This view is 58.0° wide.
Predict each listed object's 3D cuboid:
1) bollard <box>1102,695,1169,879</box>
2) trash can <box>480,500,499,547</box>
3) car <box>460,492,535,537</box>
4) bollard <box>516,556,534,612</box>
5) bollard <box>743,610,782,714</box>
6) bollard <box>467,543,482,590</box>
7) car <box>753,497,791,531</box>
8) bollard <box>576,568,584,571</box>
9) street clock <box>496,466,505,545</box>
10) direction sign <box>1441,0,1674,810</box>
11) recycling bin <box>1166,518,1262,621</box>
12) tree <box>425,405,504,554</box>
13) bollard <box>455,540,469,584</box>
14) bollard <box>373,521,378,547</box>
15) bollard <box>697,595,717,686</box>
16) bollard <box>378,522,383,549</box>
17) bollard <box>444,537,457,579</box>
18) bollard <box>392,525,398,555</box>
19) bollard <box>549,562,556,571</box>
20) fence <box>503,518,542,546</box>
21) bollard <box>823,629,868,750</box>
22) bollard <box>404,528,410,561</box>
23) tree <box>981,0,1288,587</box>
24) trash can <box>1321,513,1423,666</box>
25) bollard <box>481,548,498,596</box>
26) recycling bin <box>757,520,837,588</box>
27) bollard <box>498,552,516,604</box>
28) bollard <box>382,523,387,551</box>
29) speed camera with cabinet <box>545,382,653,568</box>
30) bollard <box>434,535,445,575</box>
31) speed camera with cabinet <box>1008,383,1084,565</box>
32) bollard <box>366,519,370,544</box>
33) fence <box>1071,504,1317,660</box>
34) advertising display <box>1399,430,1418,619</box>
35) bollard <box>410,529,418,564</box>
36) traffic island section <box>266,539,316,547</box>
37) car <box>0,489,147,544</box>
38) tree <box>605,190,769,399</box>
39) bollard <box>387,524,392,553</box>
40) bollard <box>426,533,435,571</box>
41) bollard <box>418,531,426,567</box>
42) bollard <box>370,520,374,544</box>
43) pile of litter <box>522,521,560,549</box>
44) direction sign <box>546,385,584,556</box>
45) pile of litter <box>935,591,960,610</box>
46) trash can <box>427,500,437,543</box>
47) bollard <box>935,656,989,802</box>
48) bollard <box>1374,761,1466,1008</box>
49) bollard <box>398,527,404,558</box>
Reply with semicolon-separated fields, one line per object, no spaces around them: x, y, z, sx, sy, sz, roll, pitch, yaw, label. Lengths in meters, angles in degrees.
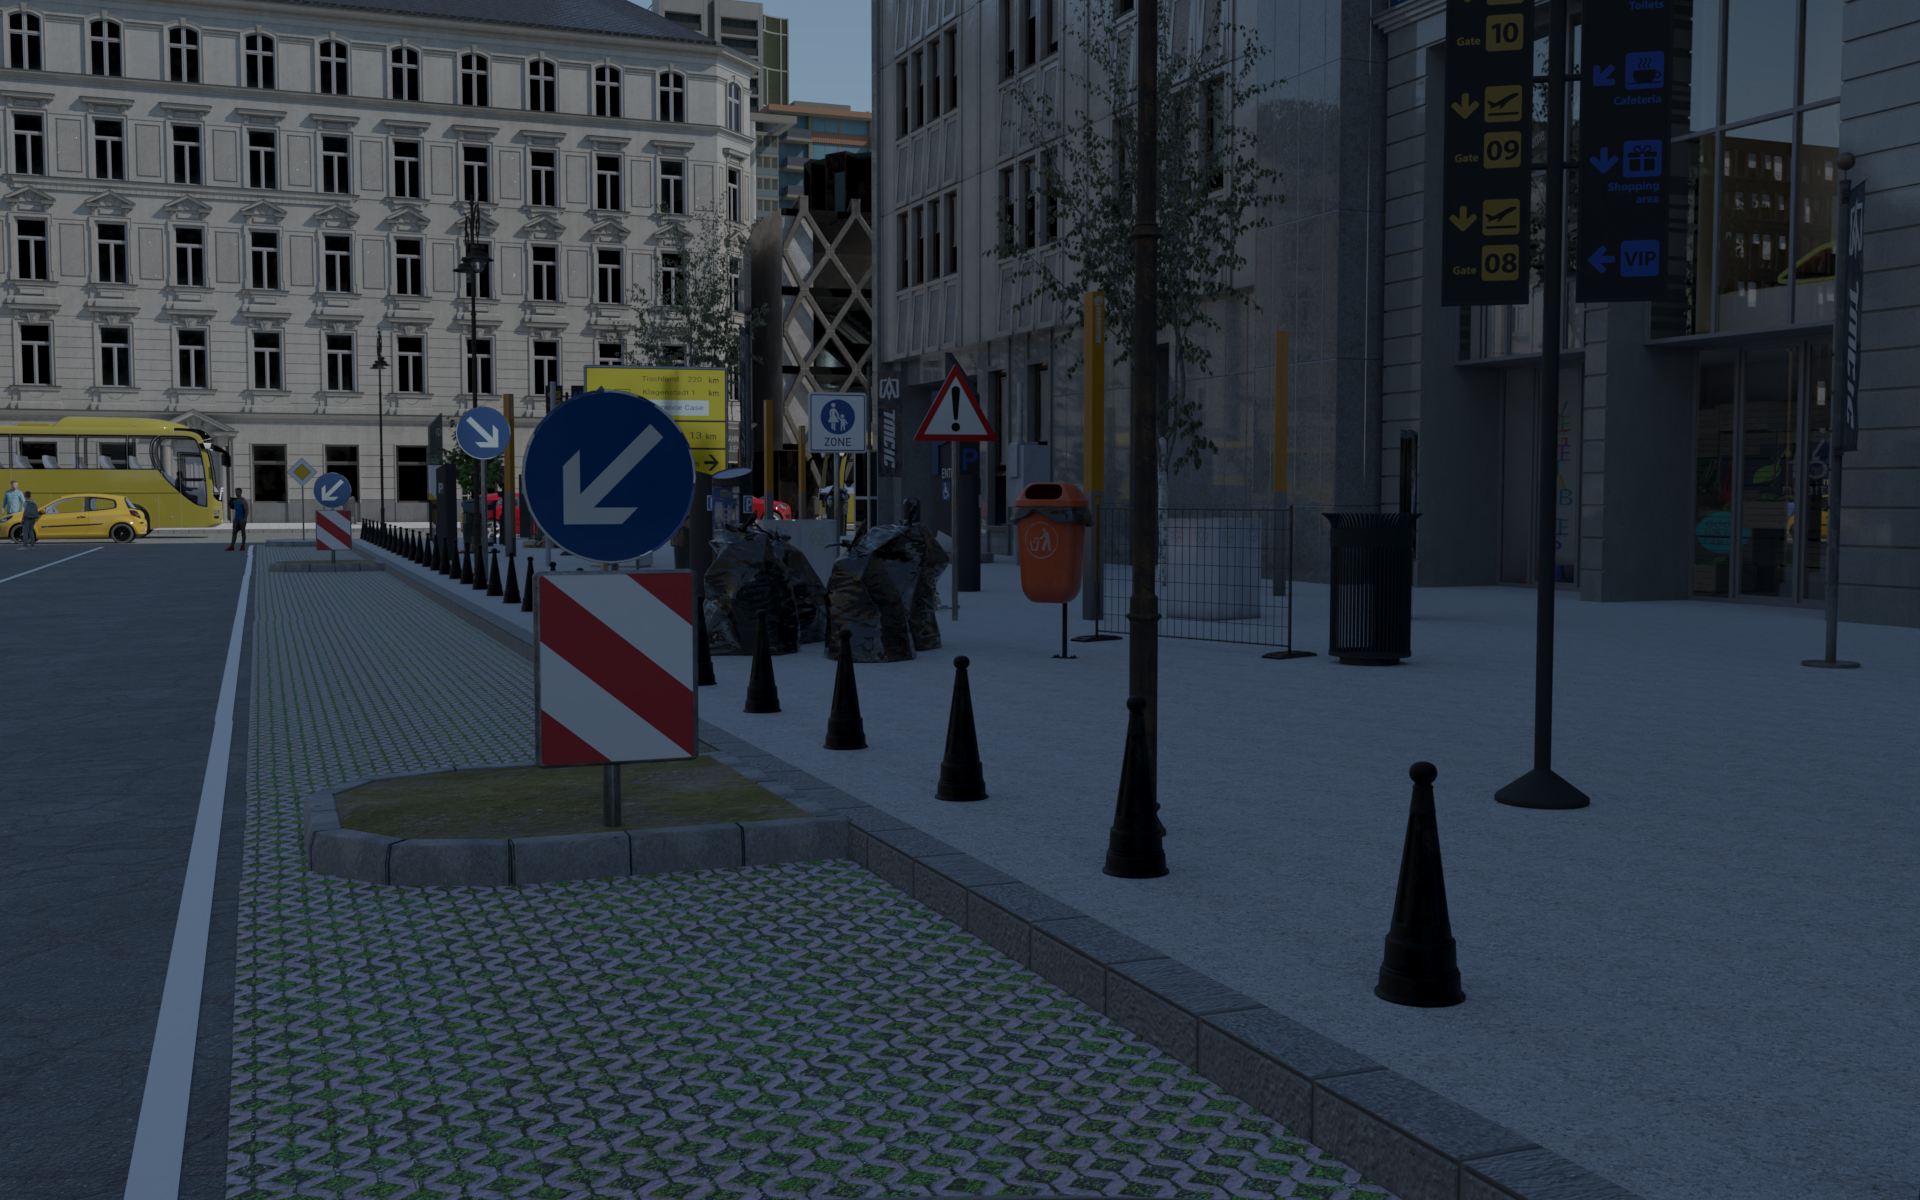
0.597;0.622;5.865;0.229;0.601;0.229;0;3;0;bollard
-11.672;-1.883;42.441;0.748;1.137;0.748;0;3;0;trash can
-13.098;-2.717;53.459;4.494;1.783;2.155;-2;4;-23;car
-4.691;-0.176;18.924;0.229;0.601;0.229;0;3;0;bollard
-1.167;0.356;10.213;0.229;0.601;0.229;0;3;0;bollard
-6.447;-0.442;23.266;0.229;0.601;0.229;0;3;0;bollard
-8.797;-3.359;63.585;5.304;1.827;2.281;-2;4;-24;car
-3.508;0.002;16.005;0.229;0.601;0.229;0;3;0;bollard
-11.588;-2.410;43.967;0.471;2.002;0.358;1;4;17;street clock
2.425;-0.924;7.112;0.876;3.537;0.379;1;4;15;direction sign
2.632;-0.330;17.957;0.722;1.027;0.722;-3;4;-39;recycling bin
-10.425;-2.625;37.524;1.663;3.219;1.824;0;3;0;tree
-7.032;-0.530;24.712;0.229;0.601;0.229;0;3;0;bollard
-14.063;-1.594;42.099;0.229;0.601;0.229;0;3;0;bollard
-1.753;0.268;11.659;0.229;0.601;0.229;0;3;0;bollard
-13.478;-1.505;40.653;0.229;0.601;0.229;0;3;0;bollard
-7.616;-0.619;26.161;0.229;0.601;0.229;0;3;0;bollard
-11.719;-1.239;36.303;0.229;0.601;0.229;0;3;0;bollard
-4.100;-0.087;17.456;0.229;0.601;0.229;0;3;0;bollard
-10.358;-1.707;43.277;2.069;0.683;0.278;-1;4;-20;fence
-0.580;0.445;8.760;0.229;0.601;0.229;0;3;0;bollard
-10.548;-1.062;33.409;0.229;0.601;0.229;0;3;0;bollard
2.629;-4.485;23.695;4.360;8.622;3.978;0;3;0;tree
3.107;-0.089;13.102;0.748;1.137;0.748;0;3;0;trash can
-5.861;-0.353;21.821;0.229;0.601;0.229;0;3;0;bollard
-1.589;-0.264;16.867;0.722;1.027;0.722;-1;4;-10;recycling bin
-5.272;-0.265;20.371;0.229;0.601;0.229;0;3;0;bollard
-12.889;-1.416;39.198;0.229;0.601;0.229;0;3;0;bollard
-6.449;-2.212;30.508;2.038;3.252;0.660;1;4;19;speed camera with cabinet
-8.205;-0.707;27.605;0.229;0.601;0.229;0;3;0;bollard
1.503;-2.203;30.349;0.660;3.252;2.038;-1;4;-22;speed camera with cabinet
-15.237;-1.771;44.990;0.229;0.601;0.229;0;3;0;bollard
1.895;-0.193;14.366;0.480;1.192;2.264;-3;5;-42;fence
4.590;-0.767;17.747;0.123;1.923;0.974;1;4;18;advertising display
-9.967;-0.974;31.962;0.229;0.601;0.229;0;3;0;bollard
-18.154;-1.572;47.976;2.009;0.180;2.903;-1;4;-22;traffic island section
-25.909;-2.462;50.485;3.980;1.641;2.015;-1;4;-21;car
-6.561;-5.634;42.478;4.360;8.622;3.978;0;3;0;tree
-12.307;-1.328;37.751;0.229;0.601;0.229;0;3;0;bollard
-8.789;-0.796;29.063;0.229;0.601;0.229;0;3;0;bollard
-9.375;-0.885;30.519;0.229;0.601;0.229;0;3;0;bollard
-14.645;-1.682;43.546;0.229;0.601;0.229;0;3;0;bollard
-9.878;-1.677;41.389;1.176;0.858;1.719;-1;4;-20;pile of litter
-8.183;-2.700;36.147;0.876;3.537;0.379;0;4;0;direction sign
-0.738;-0.311;19.054;1.719;0.858;1.176;-2;4;-24;pile of litter
-13.503;-2.044;45.080;0.748;1.137;0.748;0;3;0;trash can
0.007;0.534;7.308;0.229;0.601;0.229;0;3;0;bollard
1.177;0.711;4.417;0.229;0.601;0.229;0;3;0;bollard
-11.133;-1.151;34.855;0.229;0.601;0.229;0;3;0;bollard
